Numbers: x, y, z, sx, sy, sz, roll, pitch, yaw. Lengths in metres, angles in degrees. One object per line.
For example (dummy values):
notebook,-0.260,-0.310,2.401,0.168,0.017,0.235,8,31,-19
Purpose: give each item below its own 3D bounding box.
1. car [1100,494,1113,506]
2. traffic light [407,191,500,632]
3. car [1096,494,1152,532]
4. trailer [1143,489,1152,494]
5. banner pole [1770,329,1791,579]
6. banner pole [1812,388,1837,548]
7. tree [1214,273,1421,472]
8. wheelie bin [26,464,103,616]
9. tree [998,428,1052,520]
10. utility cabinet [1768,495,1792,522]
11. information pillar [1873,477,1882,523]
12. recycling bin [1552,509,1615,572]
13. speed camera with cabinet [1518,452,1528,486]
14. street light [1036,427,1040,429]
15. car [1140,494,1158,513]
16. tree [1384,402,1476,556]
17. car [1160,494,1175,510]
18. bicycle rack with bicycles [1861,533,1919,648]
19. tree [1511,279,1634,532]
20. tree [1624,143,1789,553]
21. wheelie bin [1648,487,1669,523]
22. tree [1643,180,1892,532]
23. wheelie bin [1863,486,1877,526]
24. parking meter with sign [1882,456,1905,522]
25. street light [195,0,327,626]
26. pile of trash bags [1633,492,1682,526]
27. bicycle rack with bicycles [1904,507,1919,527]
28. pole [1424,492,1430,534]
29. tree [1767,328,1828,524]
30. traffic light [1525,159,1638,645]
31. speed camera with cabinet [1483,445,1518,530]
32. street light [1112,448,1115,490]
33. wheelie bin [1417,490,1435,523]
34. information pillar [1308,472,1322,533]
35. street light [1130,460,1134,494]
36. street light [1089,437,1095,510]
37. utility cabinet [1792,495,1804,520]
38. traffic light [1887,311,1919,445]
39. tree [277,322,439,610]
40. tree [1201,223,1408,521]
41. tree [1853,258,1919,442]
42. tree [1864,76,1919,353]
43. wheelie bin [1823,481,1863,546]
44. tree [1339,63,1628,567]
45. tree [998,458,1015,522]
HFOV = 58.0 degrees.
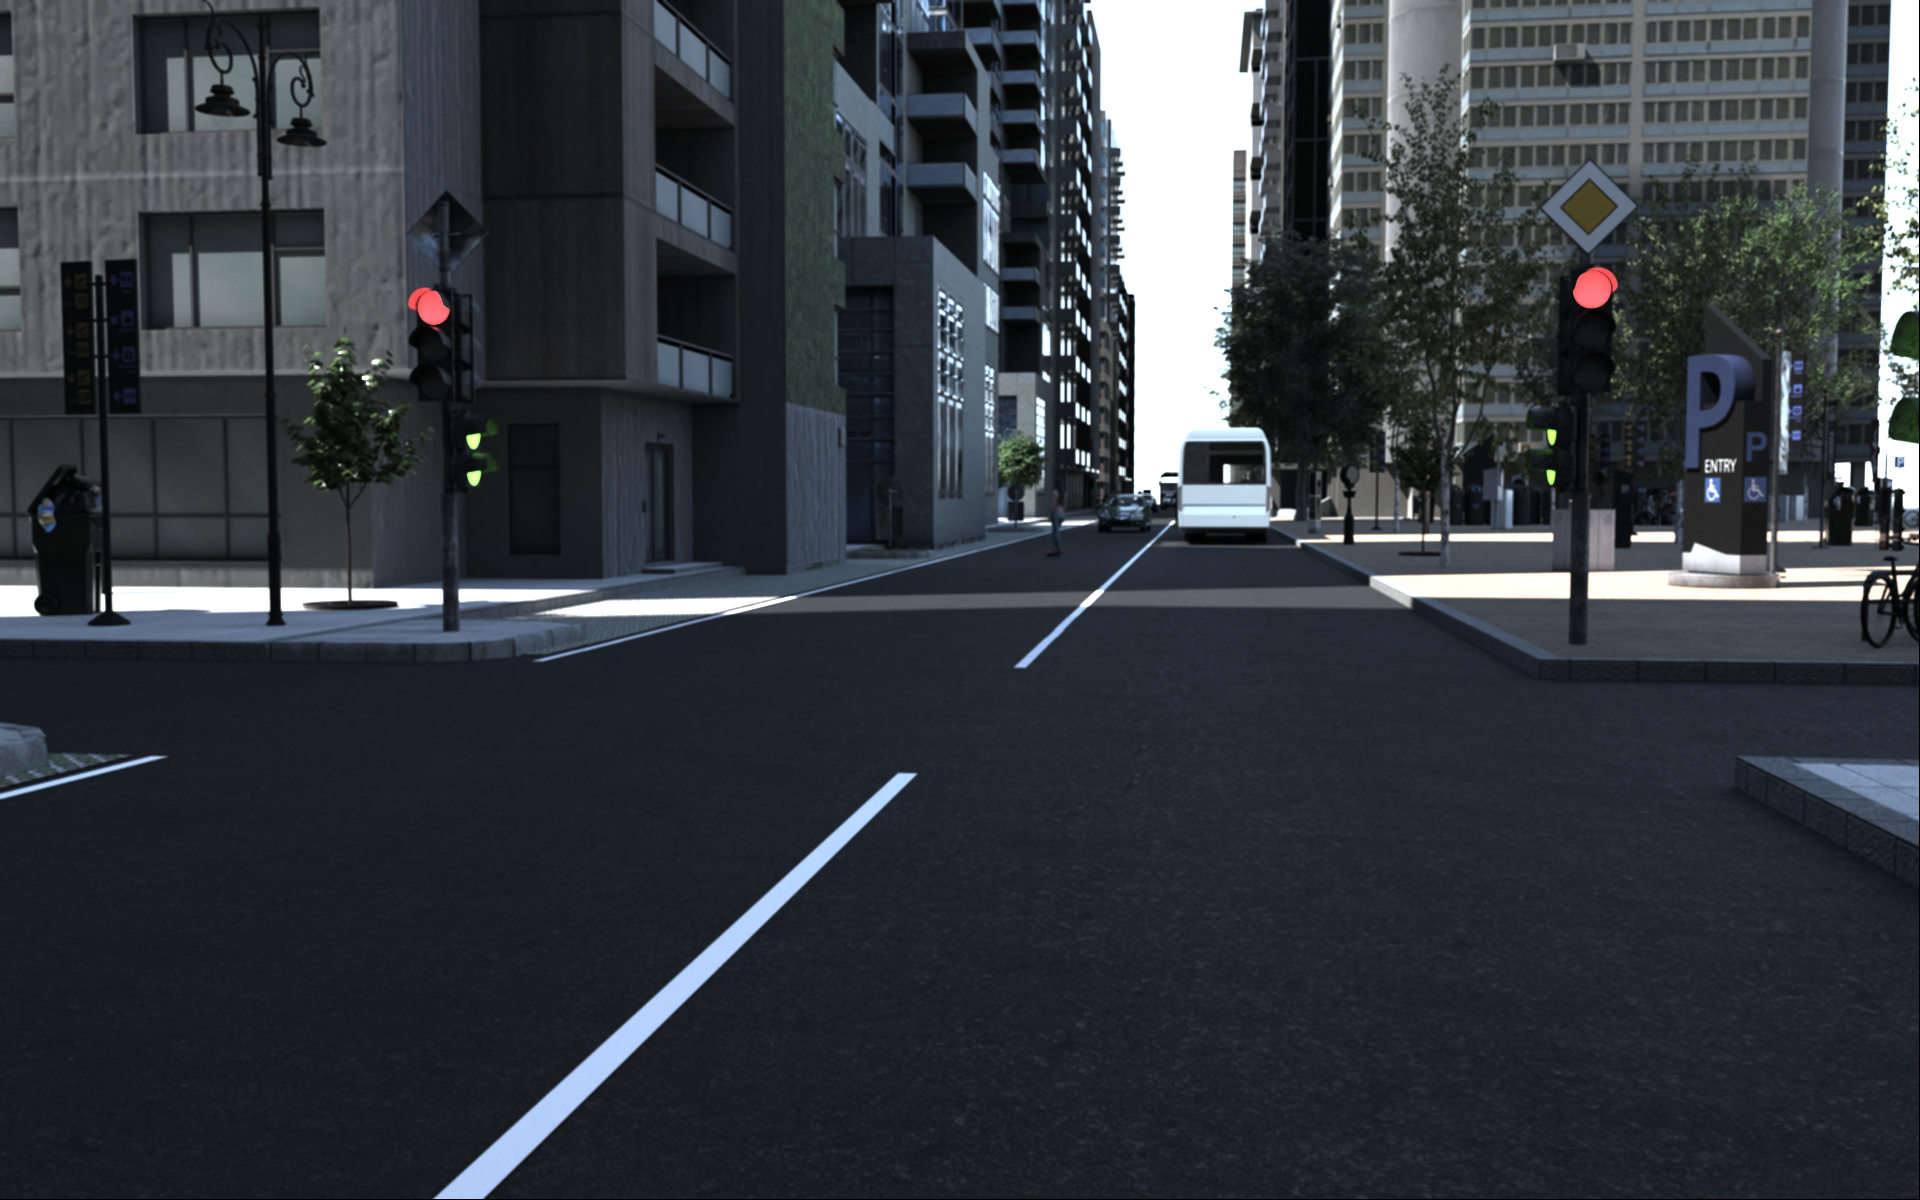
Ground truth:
car,11.522,-7.410,130.941,2.009,1.686,4.222,0,4,6
traffic light,-4.745,-1.662,16.093,0.839,4.253,0.868,0,4,8
car,6.344,-3.343,66.460,2.131,1.459,4.920,1,4,10
trailer,21.961,-12.007,203.368,1.471,1.999,3.904,0,4,7
banner pole,12.563,-2.233,26.525,0.401,3.779,0.863,3,5,41
banner pole,20.437,-3.105,40.788,0.401,3.779,0.863,0,4,3
tree,14.996,-8.439,72.391,8.767,10.594,7.601,0,4,3
wheelie bin,-9.523,-0.651,18.545,0.693,1.594,0.980,-1,4,-14
tree,2.965,-6.300,86.715,4.285,4.588,4.351,0,3,0
utility cabinet,37.434,-4.172,79.380,0.306,1.237,1.020,-3,4,-36
information pillar,40.095,-4.356,75.706,0.304,2.012,0.304,2,4,32
recycling bin,10.345,-0.990,28.734,0.722,1.027,0.722,-1,4,-19
speed camera with cabinet,25.811,-5.364,82.036,2.038,3.252,0.660,2,4,29
street light,3.980,-7.357,93.082,0.468,5.910,1.993,0,4,8
car,14.564,-7.706,135.781,2.009,1.686,4.222,1,4,10
tree,9.692,-2.562,36.487,1.663,3.219,1.824,0,3,0
car,19.745,-9.145,161.314,2.131,1.459,4.920,1,4,10
bicycle rack with bicycles,8.818,-0.075,14.616,2.925,0.926,2.852,-1,4,-17
tree,20.311,-6.623,58.645,4.360,8.622,3.978,0,3,0
tree,15.971,-5.322,37.378,4.737,8.622,4.395,0,3,0
wheelie bin,31.033,-4.218,76.869,0.980,1.594,0.693,-2,4,-30
tree,27.263,-8.139,58.821,9.928,11.665,9.643,0,3,0
wheelie bin,36.232,-3.755,69.301,0.980,1.594,0.693,-3,5,-42
parking meter with sign,42.773,-5.132,80.162,0.543,3.016,1.738,-1,4,-18
street light,-6.697,-2.690,16.775,0.468,5.910,1.993,0,4,8
pile of trash bags,29.153,-3.790,71.714,1.912,1.369,3.447,3,4,38
bicycle rack with bicycles,38.701,-3.317,67.610,2.925,0.926,2.852,3,4,38
pole,14.878,-3.752,55.190,0.158,3.312,0.155,0,3,0
tree,35.766,-7.504,73.056,4.360,8.622,3.978,0,3,0
traffic light,5.271,-1.577,14.710,0.839,4.253,0.868,0,4,8
speed camera with cabinet,19.549,-4.195,62.922,0.660,3.252,2.038,2,4,32
street light,15.516,-12.381,175.219,0.468,5.910,1.993,0,4,8
wheelie bin,20.632,-4.201,76.587,0.693,1.594,0.980,0,4,-2
information pillar,11.612,-3.191,56.672,0.304,2.012,0.304,3,5,44
street light,21.993,-15.228,221.771,0.468,5.910,1.993,0,4,8
street light,10.586,-10.204,139.616,0.468,5.910,1.993,0,4,8
utility cabinet,41.050,-4.507,84.857,1.020,1.237,0.306,-3,4,-38
traffic light,4.162,-1.094,6.802,0.839,4.253,0.868,0,4,8
tree,-6.968,-1.518,19.427,1.663,3.219,1.824,0,3,0
tree,16.432,-10.753,82.465,9.857,13.997,8.962,0,3,0
tree,28.686,-6.160,51.086,4.360,8.622,3.978,0,3,0
tree,16.780,-4.774,28.418,4.737,8.622,4.395,0,3,0
wheelie bin,21.967,-2.162,43.249,0.693,1.594,0.980,1,4,15
tree,8.523,-4.865,29.912,4.737,8.622,4.395,0,3,0
tree,1.446,-5.293,81.142,1.663,3.219,1.824,0,3,0
